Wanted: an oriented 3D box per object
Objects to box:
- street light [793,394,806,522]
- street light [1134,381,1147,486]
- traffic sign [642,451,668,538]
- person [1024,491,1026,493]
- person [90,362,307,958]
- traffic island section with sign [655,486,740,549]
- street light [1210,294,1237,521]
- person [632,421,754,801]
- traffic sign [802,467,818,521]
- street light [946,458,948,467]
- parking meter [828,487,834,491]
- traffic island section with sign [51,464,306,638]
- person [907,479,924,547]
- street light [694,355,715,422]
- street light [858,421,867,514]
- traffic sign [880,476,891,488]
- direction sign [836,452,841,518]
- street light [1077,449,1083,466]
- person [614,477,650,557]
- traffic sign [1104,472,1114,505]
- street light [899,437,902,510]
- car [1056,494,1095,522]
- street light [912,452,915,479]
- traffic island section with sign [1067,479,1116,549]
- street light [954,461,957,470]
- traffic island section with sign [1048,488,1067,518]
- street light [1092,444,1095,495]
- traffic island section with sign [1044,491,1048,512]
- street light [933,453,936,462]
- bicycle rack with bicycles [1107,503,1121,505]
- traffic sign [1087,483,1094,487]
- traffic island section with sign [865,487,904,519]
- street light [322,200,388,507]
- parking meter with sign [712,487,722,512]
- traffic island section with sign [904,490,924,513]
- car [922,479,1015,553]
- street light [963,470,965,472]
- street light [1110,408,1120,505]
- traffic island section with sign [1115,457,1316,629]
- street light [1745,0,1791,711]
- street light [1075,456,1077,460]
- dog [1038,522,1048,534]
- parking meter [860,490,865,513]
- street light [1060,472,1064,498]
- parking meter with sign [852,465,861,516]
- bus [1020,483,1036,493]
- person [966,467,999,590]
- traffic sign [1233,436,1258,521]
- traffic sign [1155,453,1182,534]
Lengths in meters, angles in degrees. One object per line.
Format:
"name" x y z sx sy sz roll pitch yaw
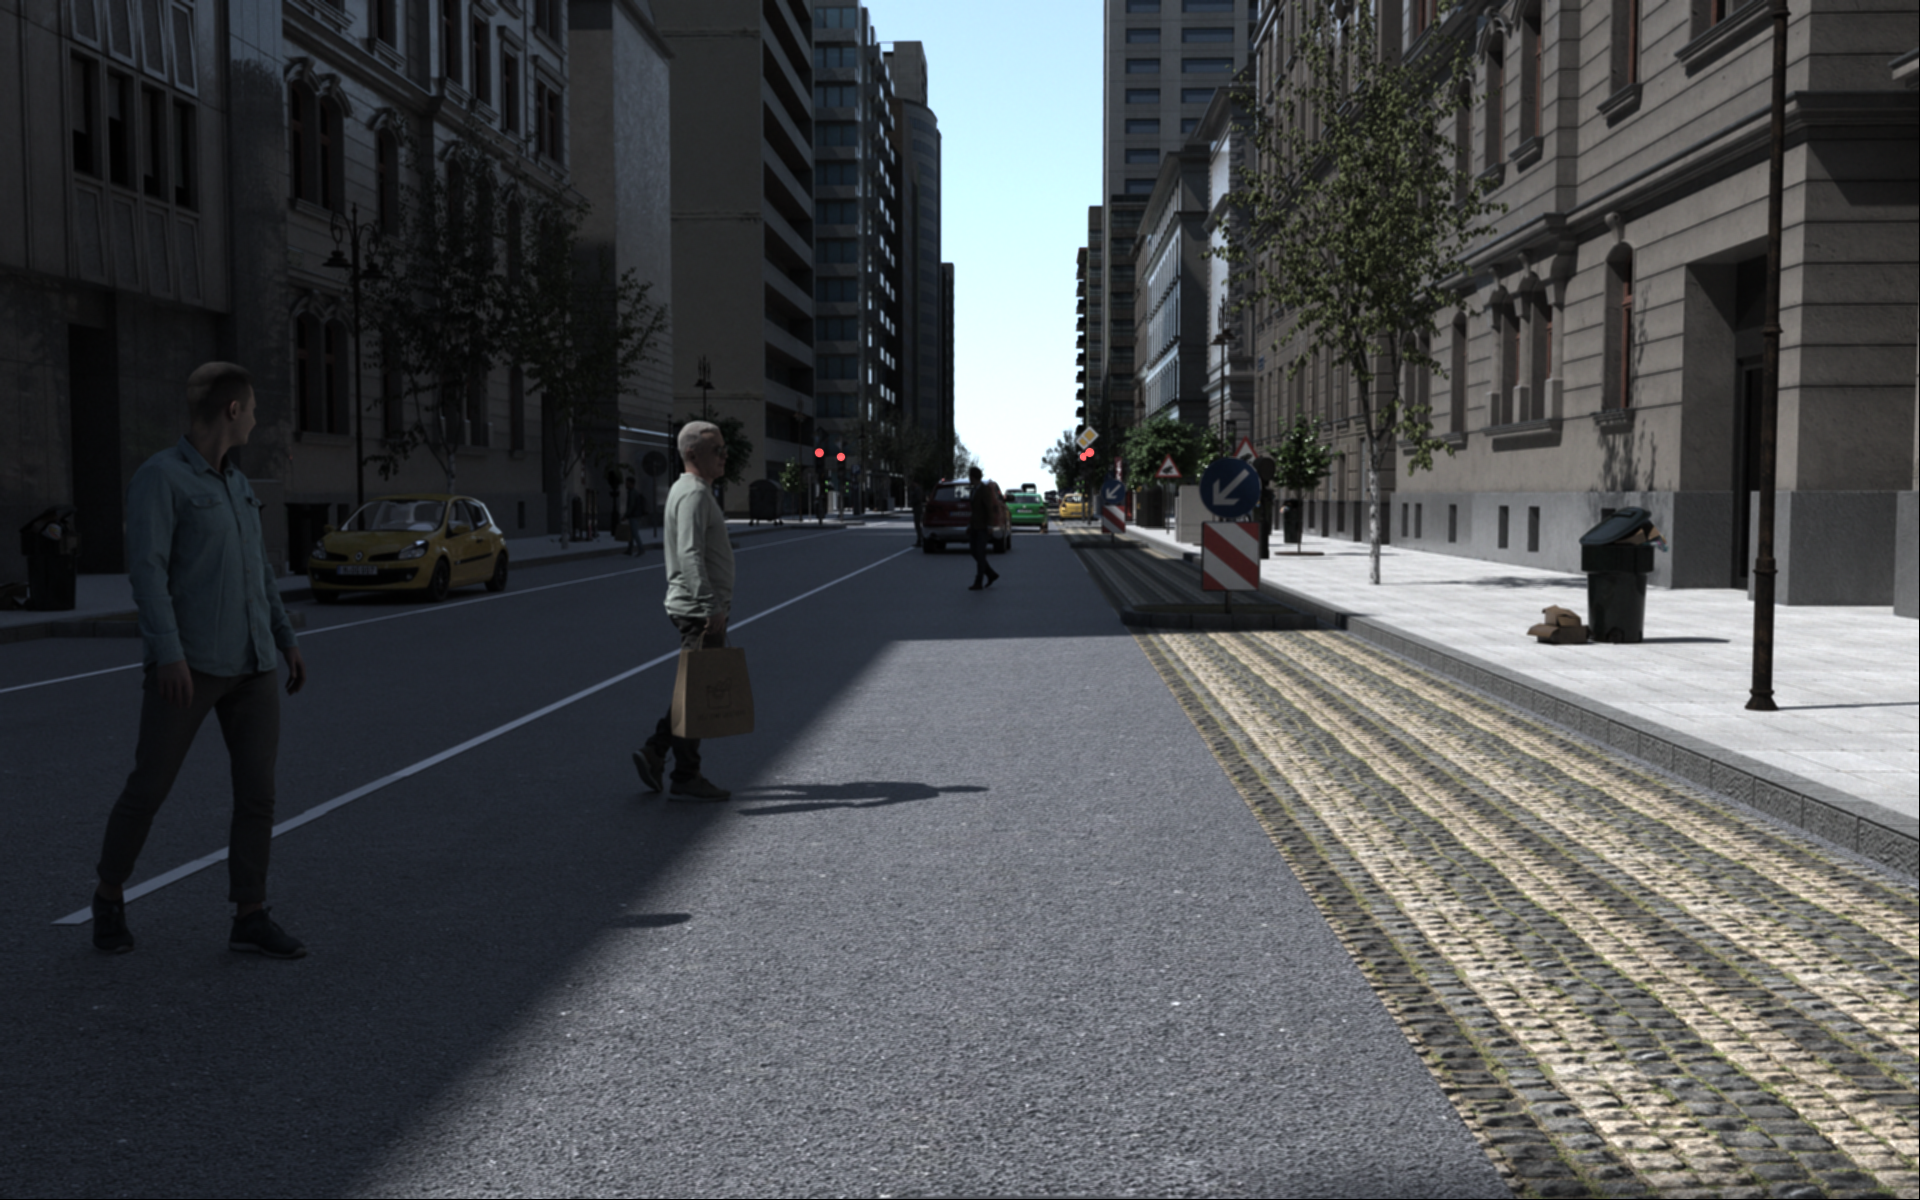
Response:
"street light" -7.370 -6.556 79.977 0.468 5.910 1.993 0 4 2
"street light" 7.340 -5.988 70.695 0.468 5.910 1.993 0 4 2
"traffic sign" -8.988 -3.113 51.006 0.768 2.556 0.104 0 4 3
"person" 6.554 -10.011 173.125 0.756 1.711 0.436 -1 4 -9
"person" -2.382 0.179 5.433 0.748 1.841 0.638 2 4 28
"traffic island section with sign" -6.894 -2.273 45.791 1.989 1.847 2.006 0 4 2
"street light" 6.084 -4.123 40.198 0.468 5.910 1.993 0 4 2
"person" -1.242 0.062 7.980 0.515 1.767 0.782 -1 4 -14
"traffic sign" -7.080 -4.987 81.643 0.768 2.556 0.104 1 4 10
"street light" -1.641 -14.990 217.868 0.468 5.910 1.993 0 4 2
"parking meter" -9.684 -7.617 130.252 0.255 1.863 0.399 2 4 34
"traffic island section with sign" -8.071 -0.587 18.219 1.989 1.847 2.006 0 4 2
"person" -1.212 -2.368 47.016 0.447 1.846 0.655 0 4 1
"street light" -8.470 -5.184 57.553 0.468 5.910 1.993 0 4 2
"street light" -6.182 -8.388 109.929 0.468 5.910 1.993 0 4 2
"traffic sign" -5.282 -7.514 122.953 0.768 2.556 0.104 0 4 7
"direction sign" -6.503 -6.219 93.673 0.379 3.537 0.876 0 4 7
"street light" 10.850 -11.069 153.765 0.468 5.910 1.993 0 4 2
"person" -7.451 -1.885 39.297 0.713 1.824 0.794 1 4 18
"traffic sign" 8.809 -6.205 101.554 0.768 2.556 0.104 1 4 10
"street light" -4.771 -10.282 140.890 0.468 5.910 1.993 0 4 2
"car" 6.004 -4.865 89.766 2.015 1.641 3.980 0 4 2
"street light" -4.194 -11.230 156.394 0.468 5.910 1.993 0 4 2
"traffic island section with sign" 3.940 -2.293 46.117 1.989 1.847 2.006 0 4 2
"street light" -0.711 -16.311 239.466 0.468 5.910 1.993 0 4 2
"traffic island section with sign" 6.321 -5.713 102.034 1.989 1.847 2.006 0 4 2
"street light" 9.625 -9.231 123.716 0.468 5.910 1.993 0 4 2
"traffic island section with sign" 7.461 -7.360 128.965 1.989 1.847 2.006 0 4 2
"street light" -2.824 -13.139 187.617 0.468 5.910 1.993 0 4 2
"bicycle rack with bicycles" 10.807 -6.176 114.360 2.852 0.926 2.925 0 4 -5
"traffic sign" 10.095 -8.164 133.582 0.768 2.556 0.104 0 4 6
"traffic island section with sign" -4.515 -5.701 101.843 1.989 1.847 2.006 0 4 2
"street light" -9.587 -3.352 27.598 0.468 5.910 1.993 0 4 2
"parking meter with sign" -10.235 -4.466 69.281 0.543 3.016 1.738 3 5 44
"traffic island section with sign" -3.347 -7.395 129.528 1.989 1.847 2.006 0 4 2
"car" 0.216 -2.133 43.545 2.281 1.827 5.304 0 4 4
"street light" 0.651 -18.142 269.409 0.468 5.910 1.993 0 4 2
"street light" 8.331 -7.358 93.086 0.468 5.910 1.993 0 4 2
"traffic island section with sign" 2.797 -0.646 19.186 1.989 1.847 2.006 0 4 2
"street light" 4.775 -2.285 10.141 0.468 5.910 1.993 0 4 2
"street light" 11.456 -12.035 169.558 0.468 5.910 1.993 0 4 2
"dog" 2.967 -2.596 62.643 0.550 0.427 0.748 3 4 39
"parking meter" -6.578 -6.609 116.467 0.372 1.533 0.369 0 3 0
"street light" 16.359 -18.945 282.537 0.468 5.910 1.993 0 4 2
"parking meter with sign" -6.182 -6.592 104.047 0.543 3.016 1.738 0 3 0
"bus" 11.848 -18.885 303.621 2.948 3.499 13.247 0 4 0
"person" 0.305 -1.087 26.188 0.656 1.842 0.836 2 4 34
"traffic sign" 6.345 -2.359 38.567 0.884 2.594 0.081 0 4 6
"traffic sign" 6.655 -3.385 55.346 0.884 2.594 0.081 1 4 12
